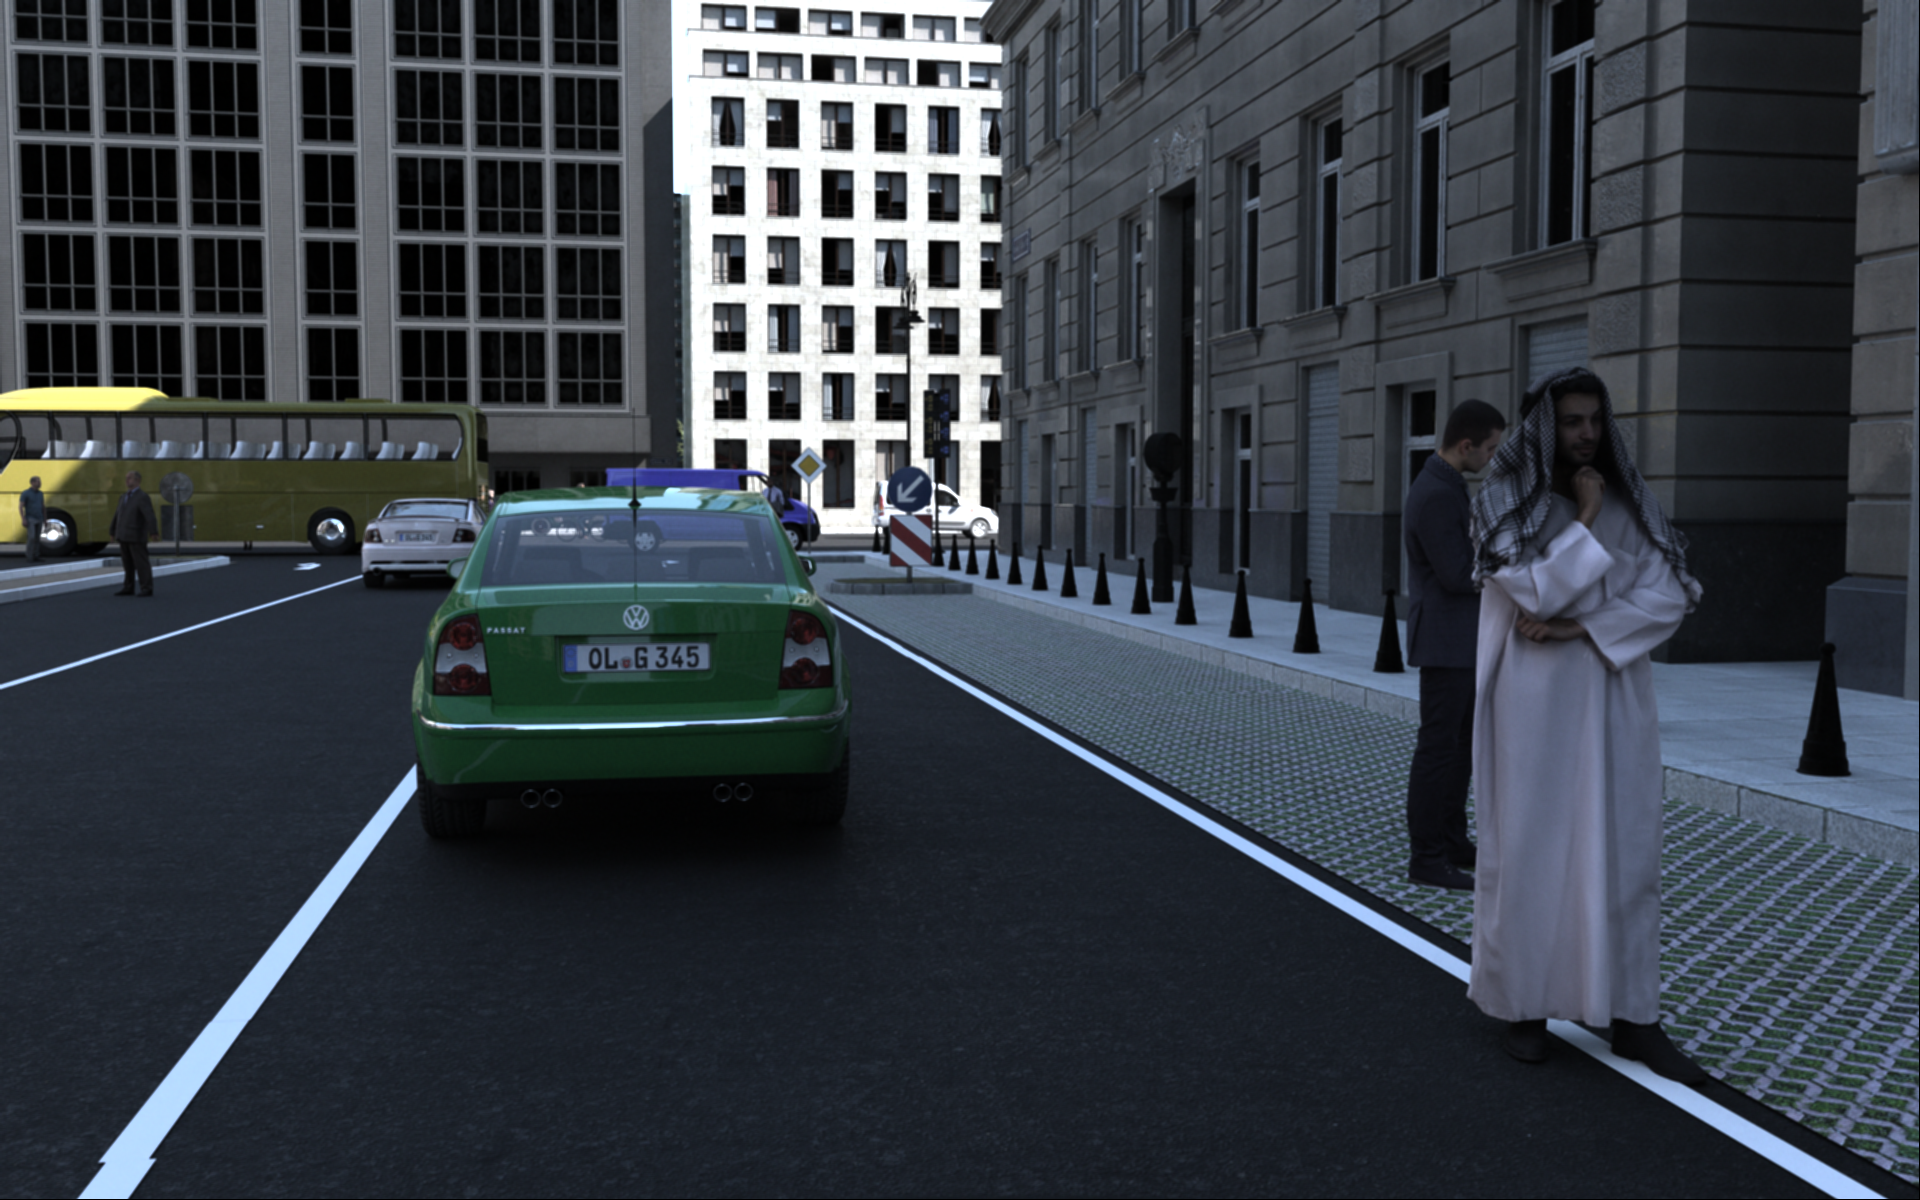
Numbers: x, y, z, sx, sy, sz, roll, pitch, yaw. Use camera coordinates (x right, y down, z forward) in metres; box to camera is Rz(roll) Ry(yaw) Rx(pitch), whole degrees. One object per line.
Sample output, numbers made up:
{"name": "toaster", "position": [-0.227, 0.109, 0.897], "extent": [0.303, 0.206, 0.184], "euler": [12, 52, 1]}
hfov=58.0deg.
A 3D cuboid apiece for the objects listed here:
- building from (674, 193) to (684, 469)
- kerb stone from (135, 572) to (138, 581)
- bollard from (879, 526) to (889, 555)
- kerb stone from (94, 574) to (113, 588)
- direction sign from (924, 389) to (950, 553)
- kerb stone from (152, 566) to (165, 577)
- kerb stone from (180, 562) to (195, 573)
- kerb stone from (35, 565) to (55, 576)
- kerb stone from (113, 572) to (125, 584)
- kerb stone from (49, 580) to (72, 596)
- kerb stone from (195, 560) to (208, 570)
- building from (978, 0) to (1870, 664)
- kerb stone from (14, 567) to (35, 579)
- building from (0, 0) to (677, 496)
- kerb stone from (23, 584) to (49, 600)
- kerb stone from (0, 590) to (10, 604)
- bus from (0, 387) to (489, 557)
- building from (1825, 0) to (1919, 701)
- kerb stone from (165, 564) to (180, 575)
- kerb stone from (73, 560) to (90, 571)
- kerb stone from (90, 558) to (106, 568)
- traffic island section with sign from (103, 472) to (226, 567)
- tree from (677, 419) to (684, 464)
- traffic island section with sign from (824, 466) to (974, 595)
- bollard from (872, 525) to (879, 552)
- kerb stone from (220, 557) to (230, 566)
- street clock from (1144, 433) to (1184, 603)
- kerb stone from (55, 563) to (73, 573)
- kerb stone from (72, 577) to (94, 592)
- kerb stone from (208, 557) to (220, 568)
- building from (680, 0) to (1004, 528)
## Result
{"name": "building", "position": [-37.941, -33.318, 228.342], "extent": [14.086, 41.232, 14.154], "euler": [-1, 4, -11]}
{"name": "kerb stone", "position": [-13.738, -0.405, 28.817], "extent": [0.120, 0.150, 1.000], "euler": [-1, 4, -11]}
{"name": "bollard", "position": [-1.550, -1.272, 36.846], "extent": [0.229, 0.601, 0.229], "euler": [0, 3, 0]}
{"name": "kerb stone", "position": [-13.357, -0.282, 26.802], "extent": [0.120, 0.150, 1.000], "euler": [-1, 4, -11]}
{"name": "direction sign", "position": [-0.501, -2.787, 37.572], "extent": [0.379, 3.537, 0.876], "euler": [-3, 5, -40]}
{"name": "kerb stone", "position": [-13.933, -0.467, 29.838], "extent": [0.120, 0.150, 1.000], "euler": [-1, 4, -11]}
{"name": "kerb stone", "position": [-14.316, -0.591, 31.859], "extent": [0.120, 0.150, 1.000], "euler": [-1, 4, -11]}
{"name": "kerb stone", "position": [-16.185, -0.503, 30.442], "extent": [0.120, 0.150, 1.000], "euler": [-1, 4, -11]}
{"name": "kerb stone", "position": [-13.547, -0.343, 27.809], "extent": [0.120, 0.150, 1.000], "euler": [-1, 4, -11]}
{"name": "kerb stone", "position": [-12.967, -0.158, 24.782], "extent": [0.120, 0.150, 1.000], "euler": [-1, 4, -11]}
{"name": "kerb stone", "position": [-14.513, -0.648, 32.871], "extent": [0.120, 0.150, 1.000], "euler": [-1, 4, -11]}
{"name": "building", "position": [8.611, -13.939, 25.172], "extent": [12.463, 27.353, 25.104], "euler": [-1, 4, -11]}
{"name": "kerb stone", "position": [-16.001, -0.441, 29.429], "extent": [0.120, 0.150, 1.000], "euler": [-1, 4, -11]}
{"name": "building", "position": [-23.257, -16.730, 67.042], "extent": [24.014, 27.812, 14.314], "euler": [-1, 4, -11]}
{"name": "kerb stone", "position": [-12.776, -0.095, 23.771], "extent": [0.120, 0.150, 1.000], "euler": [-1, 4, -11]}
{"name": "kerb stone", "position": [-12.588, -0.034, 22.763], "extent": [0.120, 0.150, 1.000], "euler": [-1, 4, -11]}
{"name": "bus", "position": [-17.547, -3.014, 40.831], "extent": [12.252, 3.916, 2.896], "euler": [-1, 4, -9]}
{"name": "building", "position": [13.723, -13.240, 2.380], "extent": [13.634, 28.700, 20.117], "euler": [-1, 4, -11]}
{"name": "kerb stone", "position": [-14.124, -0.527, 30.845], "extent": [0.120, 0.150, 1.000], "euler": [-1, 4, -11]}
{"name": "kerb stone", "position": [-16.568, -0.625, 32.456], "extent": [0.120, 0.150, 1.000], "euler": [-1, 4, -11]}
{"name": "kerb stone", "position": [-16.761, -0.690, 33.473], "extent": [0.120, 0.150, 1.000], "euler": [-1, 4, -11]}
{"name": "traffic island section with sign", "position": [-15.998, -1.645, 35.036], "extent": [2.006, 1.907, 1.989], "euler": [-1, 4, -11]}
{"name": "tree", "position": [-19.512, -11.100, 131.848], "extent": [4.737, 8.622, 4.395], "euler": [0, 3, 0]}
{"name": "traffic island section with sign", "position": [-0.956, -1.027, 25.415], "extent": [1.989, 1.847, 2.006], "euler": [-1, 4, -11]}
{"name": "bollard", "position": [-1.842, -1.366, 38.383], "extent": [0.229, 0.601, 0.229], "euler": [0, 3, 0]}
{"name": "kerb stone", "position": [-14.892, -0.777, 34.893], "extent": [0.120, 0.150, 1.000], "euler": [-1, 4, -11]}
{"name": "street clock", "position": [2.408, -0.975, 20.510], "extent": [0.471, 2.002, 0.358], "euler": [-3, 5, -43]}
{"name": "kerb stone", "position": [-16.378, -0.564, 31.449], "extent": [0.120, 0.150, 1.000], "euler": [-1, 4, -11]}
{"name": "kerb stone", "position": [-13.159, -0.217, 25.789], "extent": [0.120, 0.150, 1.000], "euler": [-1, 4, -11]}
{"name": "kerb stone", "position": [-14.698, -0.709, 33.880], "extent": [0.120, 0.150, 1.000], "euler": [-1, 4, -11]}
{"name": "building", "position": [-2.547, -13.155, 69.843], "extent": [16.860, 20.320, 10.420], "euler": [-1, 4, -11]}
